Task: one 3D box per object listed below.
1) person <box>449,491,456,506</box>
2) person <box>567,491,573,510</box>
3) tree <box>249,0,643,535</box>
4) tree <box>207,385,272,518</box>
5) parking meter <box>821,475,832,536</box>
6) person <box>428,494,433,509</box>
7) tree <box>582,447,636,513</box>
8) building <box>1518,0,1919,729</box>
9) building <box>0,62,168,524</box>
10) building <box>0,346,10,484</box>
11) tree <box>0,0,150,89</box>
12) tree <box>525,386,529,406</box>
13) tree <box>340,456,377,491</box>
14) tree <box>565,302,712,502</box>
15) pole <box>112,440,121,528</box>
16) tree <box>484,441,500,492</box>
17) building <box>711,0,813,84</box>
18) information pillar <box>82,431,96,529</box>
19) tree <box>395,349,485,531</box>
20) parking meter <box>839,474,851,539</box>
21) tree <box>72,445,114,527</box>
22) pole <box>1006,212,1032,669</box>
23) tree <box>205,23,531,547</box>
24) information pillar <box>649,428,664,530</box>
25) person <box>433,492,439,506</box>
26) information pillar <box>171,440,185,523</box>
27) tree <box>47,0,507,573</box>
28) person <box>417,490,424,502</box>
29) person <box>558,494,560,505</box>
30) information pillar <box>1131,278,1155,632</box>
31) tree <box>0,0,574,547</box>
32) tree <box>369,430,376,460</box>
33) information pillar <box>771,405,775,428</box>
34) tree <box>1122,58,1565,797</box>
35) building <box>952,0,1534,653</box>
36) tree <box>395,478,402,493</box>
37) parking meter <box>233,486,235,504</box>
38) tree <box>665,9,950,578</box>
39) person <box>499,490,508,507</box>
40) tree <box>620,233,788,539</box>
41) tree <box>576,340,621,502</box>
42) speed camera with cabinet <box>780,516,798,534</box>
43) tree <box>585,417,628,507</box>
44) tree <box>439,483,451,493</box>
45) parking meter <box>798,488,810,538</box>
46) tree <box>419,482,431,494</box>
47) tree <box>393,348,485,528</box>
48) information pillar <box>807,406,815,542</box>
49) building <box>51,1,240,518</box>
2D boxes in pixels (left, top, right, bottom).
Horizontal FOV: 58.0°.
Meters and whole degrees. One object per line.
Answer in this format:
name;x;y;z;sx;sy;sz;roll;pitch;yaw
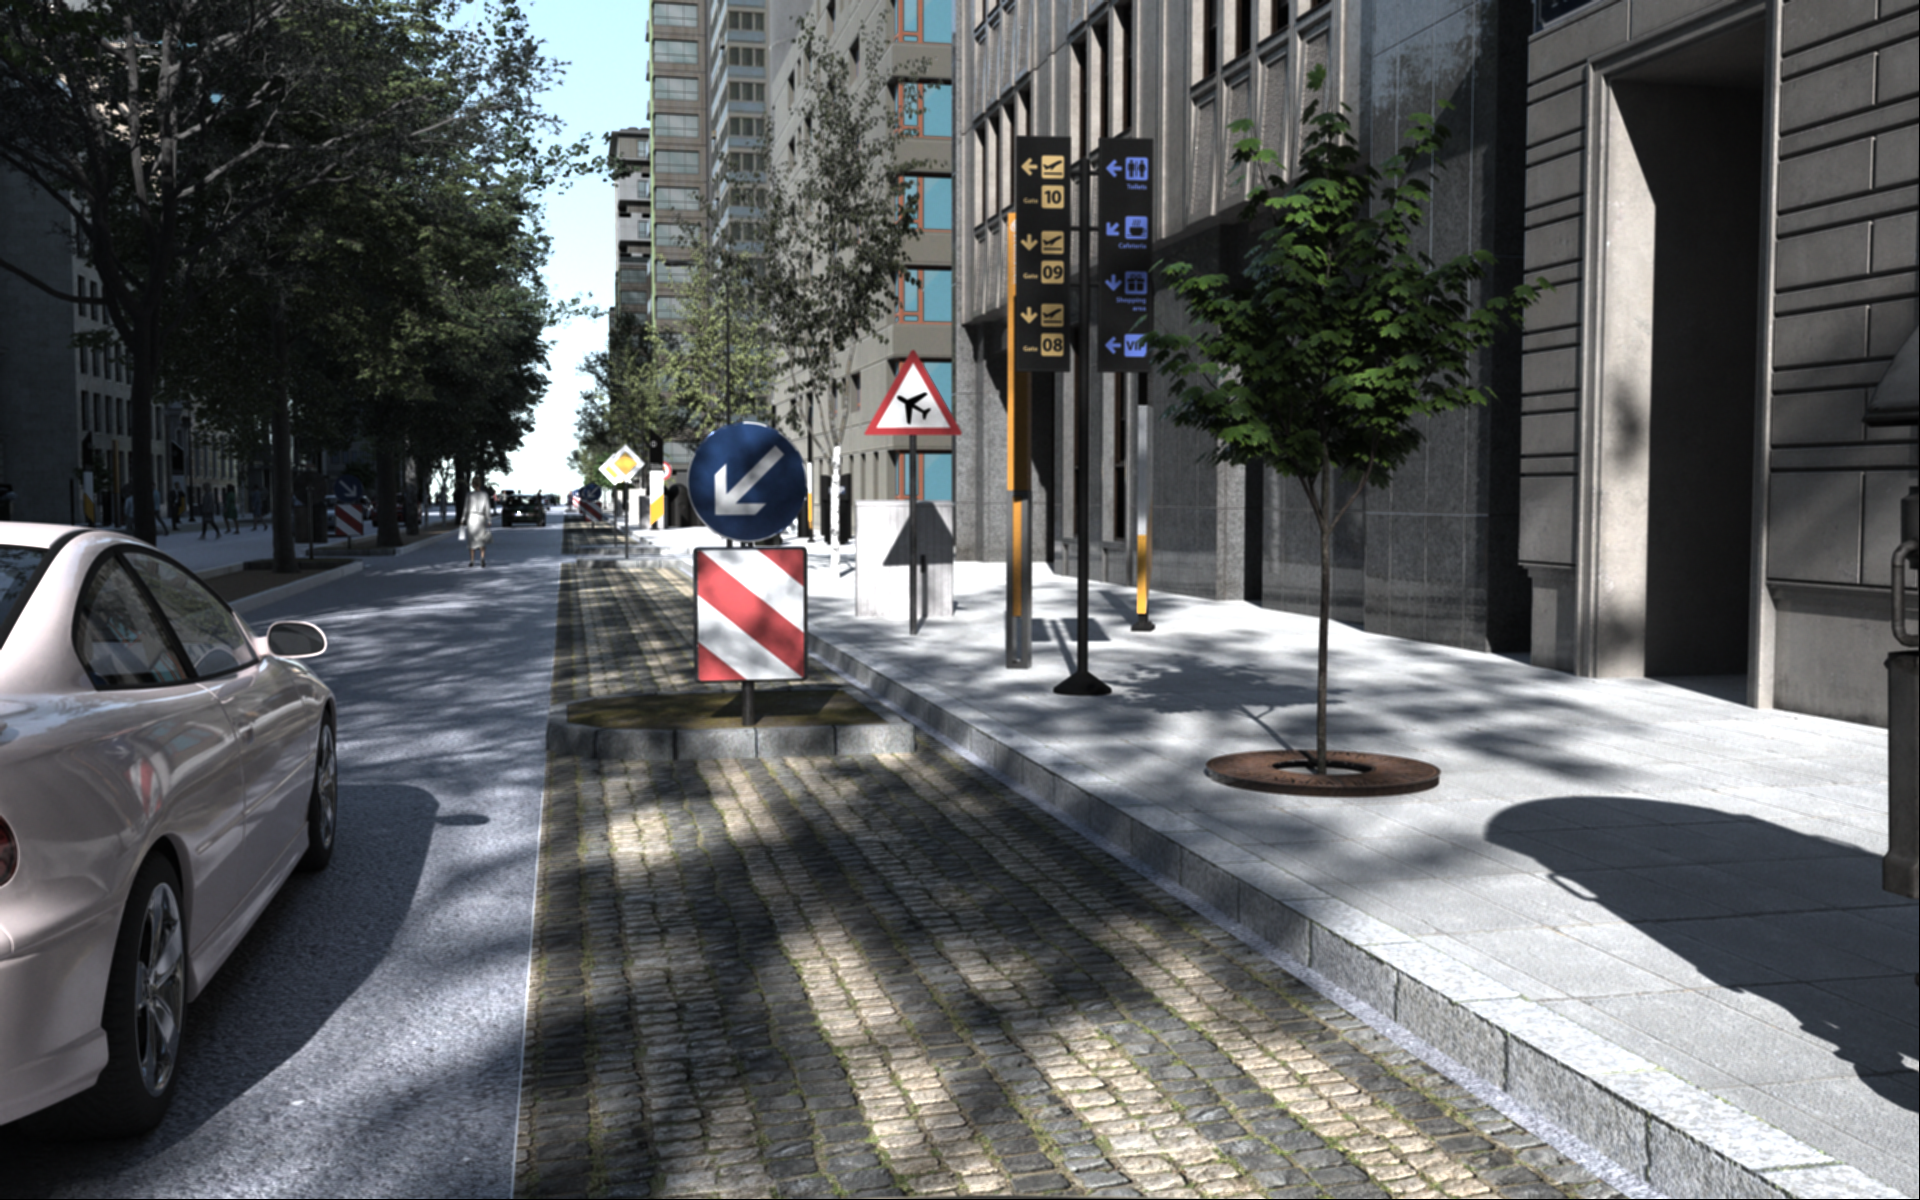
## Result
person;-62.270;-12.533;213.371;1.348;1.831;0.705;-1;4;-23
person;-33.522;-8.532;148.909;0.541;1.710;0.530;-2;4;-34
tree;-17.569;-12.258;58.761;12.611;20.169;13.585;0;3;0
tree;-38.441;-8.736;93.197;4.737;8.622;4.395;0;3;0
parking meter;-4.112;-2.928;53.578;0.255;1.863;0.399;2;4;29
person;-52.460;-9.767;171.442;1.065;1.426;0.557;-3;4;-36
tree;-23.884;-8.313;119.637;4.285;4.588;4.351;0;3;0
building;11.252;-10.258;3.870;11.583;22.565;21.152;-1;4;-13
building;-44.832;-13.841;81.055;10.420;20.320;16.860;-1;4;-13
building;-41.502;-14.411;54.707;14.460;24.649;34.723;-1;4;-13
tree;-7.747;-5.011;10.137;9.928;11.665;9.643;0;3;0
tree;-26.778;-10.128;93.802;9.928;11.665;9.643;0;3;0
tree;-52.371;-10.225;150.891;4.285;4.588;4.351;0;3;0
tree;-15.576;-9.195;84.749;7.601;10.594;8.767;0;4;-7
pole;-31.809;-4.372;65.326;0.158;3.312;0.155;0;3;0
tree;-24.784;-8.203;86.931;4.360;8.622;3.978;0;3;0
building;-2.577;-25.453;108.039;32.217;40.220;23.993;-1;4;-13
information pillar;-32.204;-4.442;63.989;0.183;3.616;0.504;0;4;7
tree;-20.774;-6.994;67.174;4.360;8.622;3.978;0;3;0
parking meter;-3.320;-2.671;49.388;0.399;1.863;0.255;2;4;24
tree;-33.862;-4.489;67.991;1.663;3.219;1.824;0;3;0
pole;0.436;-1.153;12.687;0.158;3.312;0.155;0;3;0
tree;-15.472;-8.406;46.543;9.857;13.997;8.962;0;3;0
information pillar;-10.811;-4.300;61.657;0.504;3.616;0.183;-1;4;-10
person;-62.000;-11.998;205.391;1.217;1.736;0.721;1;4;17
information pillar;-34.186;-5.160;75.724;0.504;3.616;0.183;0;4;-5
tree;-12.012;-6.726;30.550;7.486;12.596;7.792;0;3;0
person;-47.274;-8.738;151.396;1.348;1.821;0.705;1;4;14
person;-53.858;-13.514;232.717;0.557;1.426;1.065;-1;4;-10
information pillar;1.747;-1.527;16.314;0.183;3.616;0.504;1;4;13
tree;-10.001;-6.610;20.897;12.009;13.543;11.850;0;3;0
tree;-55.885;-13.403;169.503;4.737;8.622;4.395;0;3;0
information pillar;-4.923;-3.325;45.724;0.183;3.616;0.504;-1;4;-11
tree;1.614;-0.812;7.875;1.663;3.219;1.824;0;3;0
building;7.901;-12.611;24.220;12.078;24.808;19.932;-1;4;-13
tree;-57.111;-10.966;173.889;1.663;3.219;1.824;0;3;0
parking meter;-43.280;-5.944;102.889;0.255;1.863;0.399;3;5;43
tree;-2.063;-4.656;26.484;4.360;8.622;3.978;0;3;0
person;-34.745;-7.528;132.368;0.721;1.735;1.217;3;4;37
tree;-6.820;-6.020;48.783;4.737;8.622;4.395;0;3;0
tree;-14.362;-7.798;77.858;4.737;8.622;4.395;0;3;0
speed camera with cabinet;-5.721;-3.815;56.707;0.660;3.252;2.038;-1;4;-14
tree;-31.098;-12.345;152.203;4.360;8.622;3.978;0;3;0
tree;-75.297;-15.827;253.364;1.663;3.219;1.824;0;3;0
parking meter;-4.597;-2.606;51.024;0.372;1.533;0.369;0;3;0
tree;-67.540;-13.737;219.196;1.663;3.219;1.824;0;3;0
tree;-21.746;-7.330;72.671;4.737;8.622;4.395;0;3;0
information pillar;-3.963;-3.338;45.926;0.183;3.616;0.504;0;3;0
building;-50.079;-19.169;99.322;13.634;28.700;20.117;-1;4;-13
